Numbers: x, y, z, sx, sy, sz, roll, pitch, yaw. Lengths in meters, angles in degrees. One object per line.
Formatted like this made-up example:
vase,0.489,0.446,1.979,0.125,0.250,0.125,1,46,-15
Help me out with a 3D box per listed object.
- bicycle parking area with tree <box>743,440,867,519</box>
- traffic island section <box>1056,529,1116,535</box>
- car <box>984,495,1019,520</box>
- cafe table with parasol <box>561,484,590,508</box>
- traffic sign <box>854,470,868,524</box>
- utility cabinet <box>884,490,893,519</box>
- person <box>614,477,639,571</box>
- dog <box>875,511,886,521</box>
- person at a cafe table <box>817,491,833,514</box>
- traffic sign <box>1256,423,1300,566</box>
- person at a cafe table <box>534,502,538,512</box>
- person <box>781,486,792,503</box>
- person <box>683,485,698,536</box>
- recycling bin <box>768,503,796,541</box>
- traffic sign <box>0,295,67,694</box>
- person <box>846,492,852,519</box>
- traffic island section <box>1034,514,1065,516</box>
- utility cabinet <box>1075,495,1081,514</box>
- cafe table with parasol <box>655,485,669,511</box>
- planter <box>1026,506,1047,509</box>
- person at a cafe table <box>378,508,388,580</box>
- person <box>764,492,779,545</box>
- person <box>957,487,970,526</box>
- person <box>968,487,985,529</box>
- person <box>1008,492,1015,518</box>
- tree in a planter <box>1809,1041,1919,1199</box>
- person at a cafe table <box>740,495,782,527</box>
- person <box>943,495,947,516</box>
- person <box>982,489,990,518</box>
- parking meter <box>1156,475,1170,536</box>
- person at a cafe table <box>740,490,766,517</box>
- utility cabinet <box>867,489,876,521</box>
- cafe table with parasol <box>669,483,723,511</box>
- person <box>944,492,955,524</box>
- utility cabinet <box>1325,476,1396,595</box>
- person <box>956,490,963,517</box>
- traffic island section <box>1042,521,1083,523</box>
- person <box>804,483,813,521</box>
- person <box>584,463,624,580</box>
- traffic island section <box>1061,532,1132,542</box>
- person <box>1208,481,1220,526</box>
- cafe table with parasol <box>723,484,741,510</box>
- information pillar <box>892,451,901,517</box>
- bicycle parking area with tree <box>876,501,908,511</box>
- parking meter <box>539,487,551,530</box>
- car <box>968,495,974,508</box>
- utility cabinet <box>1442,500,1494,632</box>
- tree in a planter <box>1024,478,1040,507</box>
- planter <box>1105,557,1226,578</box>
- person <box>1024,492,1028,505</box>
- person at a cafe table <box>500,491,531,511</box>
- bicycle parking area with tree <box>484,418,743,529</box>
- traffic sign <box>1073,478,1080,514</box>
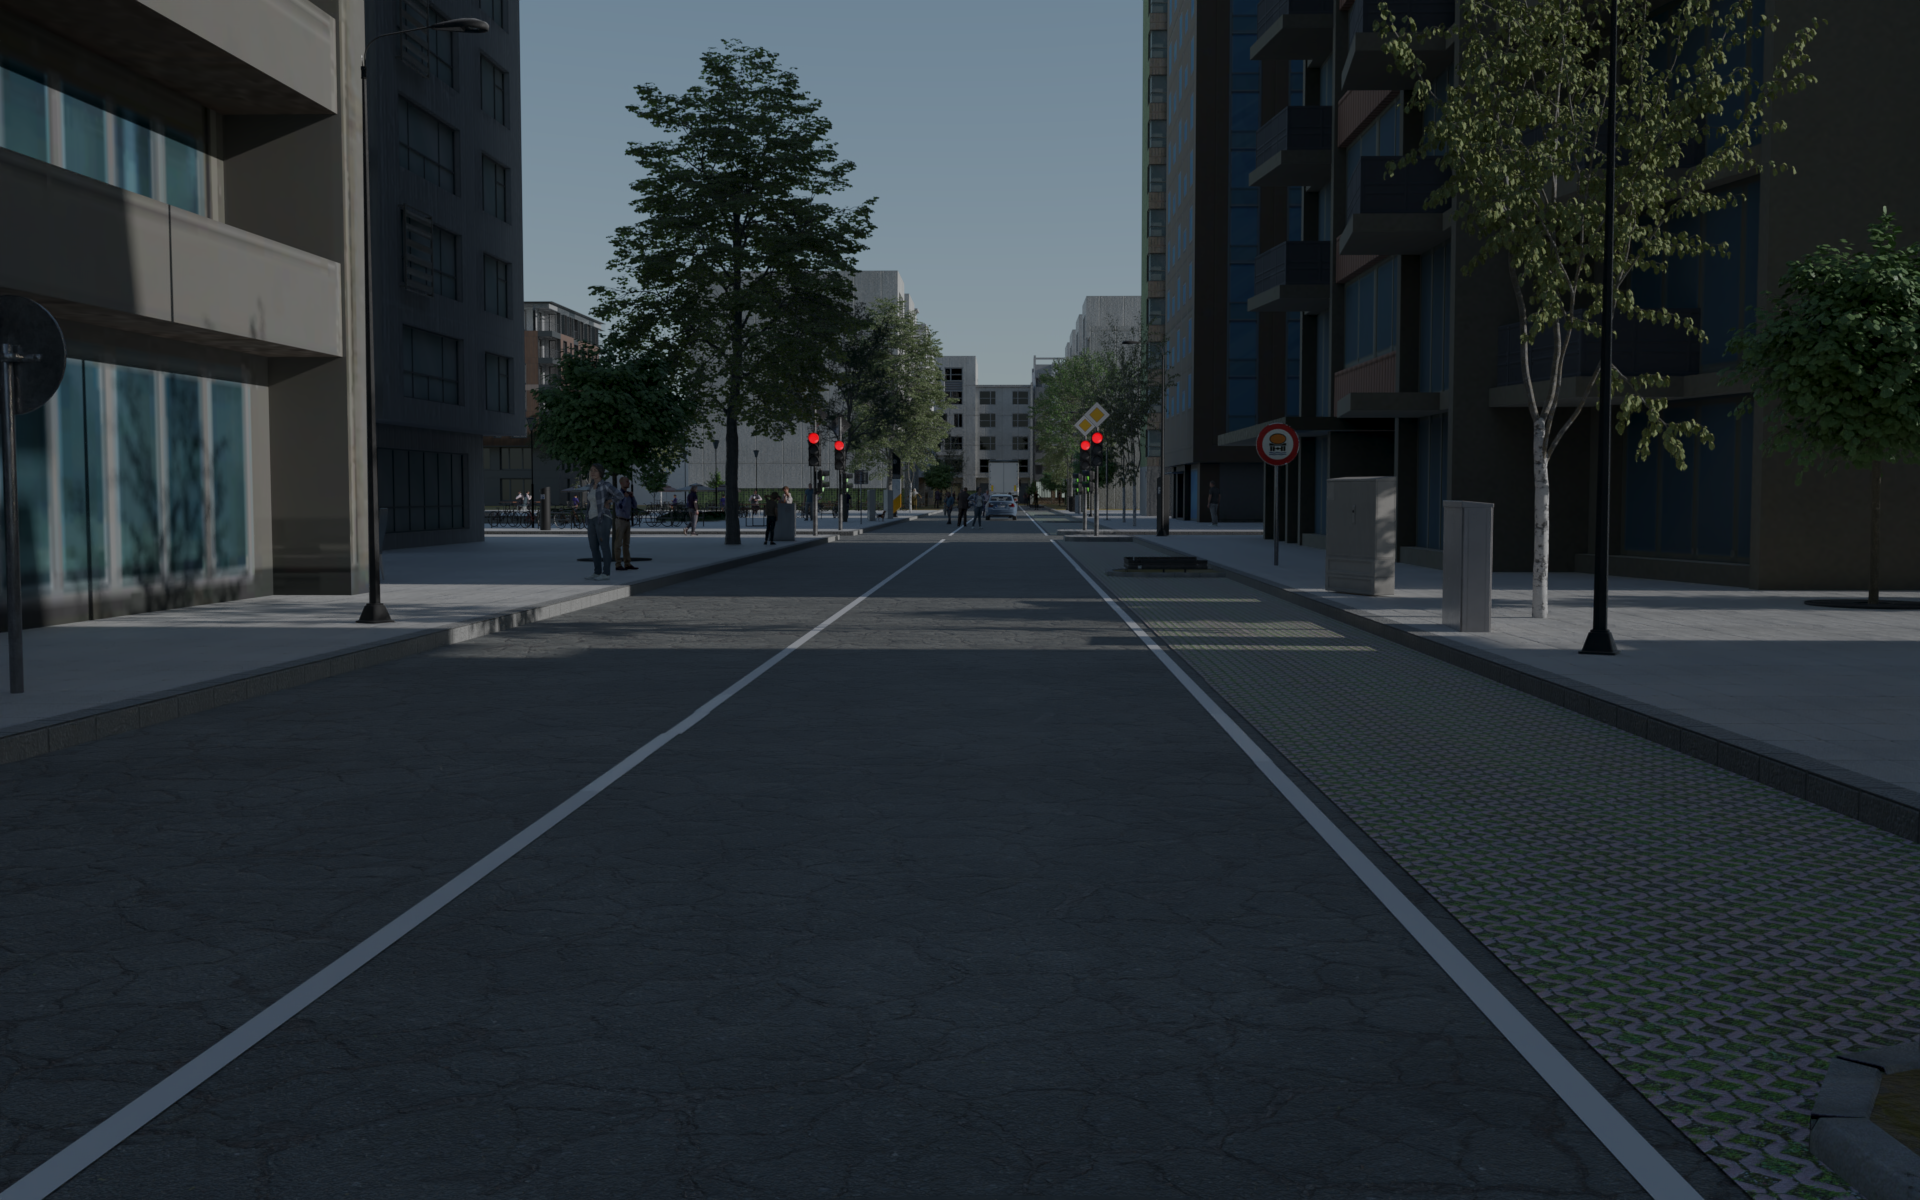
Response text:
bicycle parking area with tree,-10.427,-6.368,91.111,8.231,4.147,9.016,2,4,24
traffic island section,4.411,-2.366,60.960,2.009,0.180,2.903,0,4,2
car,2.286,-5.149,96.181,2.014,1.417,4.499,0,4,2
cafe table with parasol,-28.902,-7.718,131.058,2.610,1.966,2.610,-1,4,-21
traffic sign,-4.205,-4.372,73.615,0.606,2.300,0.079,1,4,10
utility cabinet,-3.682,-4.936,89.376,0.318,1.500,1.173,-1,4,-12
person,-5.634,-1.289,29.185,0.319,1.574,0.516,2,4,25
dog,-3.724,-3.941,81.265,0.540,0.507,0.406,0,4,-4
person at a cafe table,-8.893,-6.342,112.213,1.622,1.524,1.698,0,4,1
traffic sign,5.680,-1.892,31.032,0.768,2.556,0.104,0,4,5
person at a cafe table,-31.232,-7.200,126.234,1.698,1.524,1.622,3,5,41
person,-5.230,-2.694,52.551,0.387,1.526,0.523,2,4,31
person,-8.291,-2.760,53.385,0.471,1.553,0.569,0,4,-6
recycling bin,-4.898,-2.151,47.719,0.722,1.027,0.722,0,4,-2
traffic sign,-6.084,-0.672,11.096,0.768,2.556,0.104,0,4,6
person,-5.381,-4.436,80.777,0.569,1.553,0.471,1,4,20
traffic island section,5.865,-5.549,113.585,1.991,0.108,1.994,0,4,2
utility cabinet,7.808,-6.328,114.632,0.306,1.237,1.020,1,4,11
cafe table with parasol,-21.545,-7.476,127.090,2.610,1.966,2.610,3,4,36
planter,7.214,-8.673,162.940,1.991,0.319,1.994,0,4,2
person at a cafe table,-9.305,-1.041,25.538,1.622,1.524,1.698,0,4,-3
person,-4.796,-2.074,43.868,0.435,1.345,0.340,0,4,8
person,0.140,-4.138,76.846,0.565,1.739,0.600,-1,4,-22
person,0.739,-3.812,71.552,0.841,1.734,0.376,-2,4,-27
person,3.016,-5.687,103.699,0.429,1.552,0.499,-2,4,-25
tree in a planter,2.817,-0.368,3.233,1.991,3.239,1.994,0,4,2
person at a cafe table,-7.666,-3.548,68.867,1.726,1.238,1.698,0,4,8
person,-0.907,-6.077,111.765,0.340,1.345,0.435,-1,4,-20
person,1.625,-5.832,104.783,0.756,1.711,0.436,-1,4,-18
parking meter,6.283,-2.931,53.636,0.255,1.863,0.399,-2,4,-27
person at a cafe table,-11.528,-5.448,97.590,1.698,1.524,1.622,-1,4,-11
utility cabinet,-4.246,-4.532,82.776,0.318,1.500,1.173,-1,4,-8
cafe table with parasol,-16.461,-6.314,108.102,2.610,1.966,2.610,0,4,2
person,-0.501,-4.355,81.917,0.429,1.552,0.499,-1,4,-16
utility cabinet,5.101,-0.823,22.143,0.318,1.500,1.173,-1,4,-19
person,0.137,-5.916,106.171,0.756,1.711,0.436,0,4,-4
traffic island section,5.110,-3.889,86.450,1.991,0.108,1.994,0,4,2
person,-7.268,-4.736,83.612,0.598,1.807,0.434,1,4,20
person,-5.362,-1.167,25.844,0.376,1.734,0.841,-3,4,-39
traffic island section,4.191,-1.878,52.978,2.009,0.180,2.903,0,4,2
person,10.101,-3.846,69.053,0.598,1.807,0.434,-2,4,-27
cafe table with parasol,-16.382,-7.074,120.520,2.610,1.966,2.610,-2,4,-27
information pillar,-3.493,-6.336,94.953,0.504,3.616,0.183,1,4,8
bicycle parking area with tree,-8.687,-8.830,131.376,9.016,4.147,8.231,-1,4,-8
parking meter,-14.653,-3.227,61.170,0.372,1.533,0.369,0,3,0
car,1.693,-10.206,178.878,2.014,1.417,4.499,0,4,2
utility cabinet,4.847,-0.329,16.542,0.306,1.237,1.020,0,4,6
tree in a planter,7.964,-11.778,189.784,1.991,3.239,1.994,0,4,2
planter,3.566,-0.573,30.507,1.991,0.319,1.994,0,4,2
person,7.344,-11.164,192.497,0.593,1.643,0.415,-2,4,-31
person at a cafe table,-31.825,-7.065,124.027,1.622,1.524,1.698,1,4,10
bicycle parking area with tree,-14.528,-4.907,67.224,8.231,4.147,9.016,-3,5,-42
traffic sign,7.480,-6.646,108.762,0.768,2.556,0.104,0,4,5
